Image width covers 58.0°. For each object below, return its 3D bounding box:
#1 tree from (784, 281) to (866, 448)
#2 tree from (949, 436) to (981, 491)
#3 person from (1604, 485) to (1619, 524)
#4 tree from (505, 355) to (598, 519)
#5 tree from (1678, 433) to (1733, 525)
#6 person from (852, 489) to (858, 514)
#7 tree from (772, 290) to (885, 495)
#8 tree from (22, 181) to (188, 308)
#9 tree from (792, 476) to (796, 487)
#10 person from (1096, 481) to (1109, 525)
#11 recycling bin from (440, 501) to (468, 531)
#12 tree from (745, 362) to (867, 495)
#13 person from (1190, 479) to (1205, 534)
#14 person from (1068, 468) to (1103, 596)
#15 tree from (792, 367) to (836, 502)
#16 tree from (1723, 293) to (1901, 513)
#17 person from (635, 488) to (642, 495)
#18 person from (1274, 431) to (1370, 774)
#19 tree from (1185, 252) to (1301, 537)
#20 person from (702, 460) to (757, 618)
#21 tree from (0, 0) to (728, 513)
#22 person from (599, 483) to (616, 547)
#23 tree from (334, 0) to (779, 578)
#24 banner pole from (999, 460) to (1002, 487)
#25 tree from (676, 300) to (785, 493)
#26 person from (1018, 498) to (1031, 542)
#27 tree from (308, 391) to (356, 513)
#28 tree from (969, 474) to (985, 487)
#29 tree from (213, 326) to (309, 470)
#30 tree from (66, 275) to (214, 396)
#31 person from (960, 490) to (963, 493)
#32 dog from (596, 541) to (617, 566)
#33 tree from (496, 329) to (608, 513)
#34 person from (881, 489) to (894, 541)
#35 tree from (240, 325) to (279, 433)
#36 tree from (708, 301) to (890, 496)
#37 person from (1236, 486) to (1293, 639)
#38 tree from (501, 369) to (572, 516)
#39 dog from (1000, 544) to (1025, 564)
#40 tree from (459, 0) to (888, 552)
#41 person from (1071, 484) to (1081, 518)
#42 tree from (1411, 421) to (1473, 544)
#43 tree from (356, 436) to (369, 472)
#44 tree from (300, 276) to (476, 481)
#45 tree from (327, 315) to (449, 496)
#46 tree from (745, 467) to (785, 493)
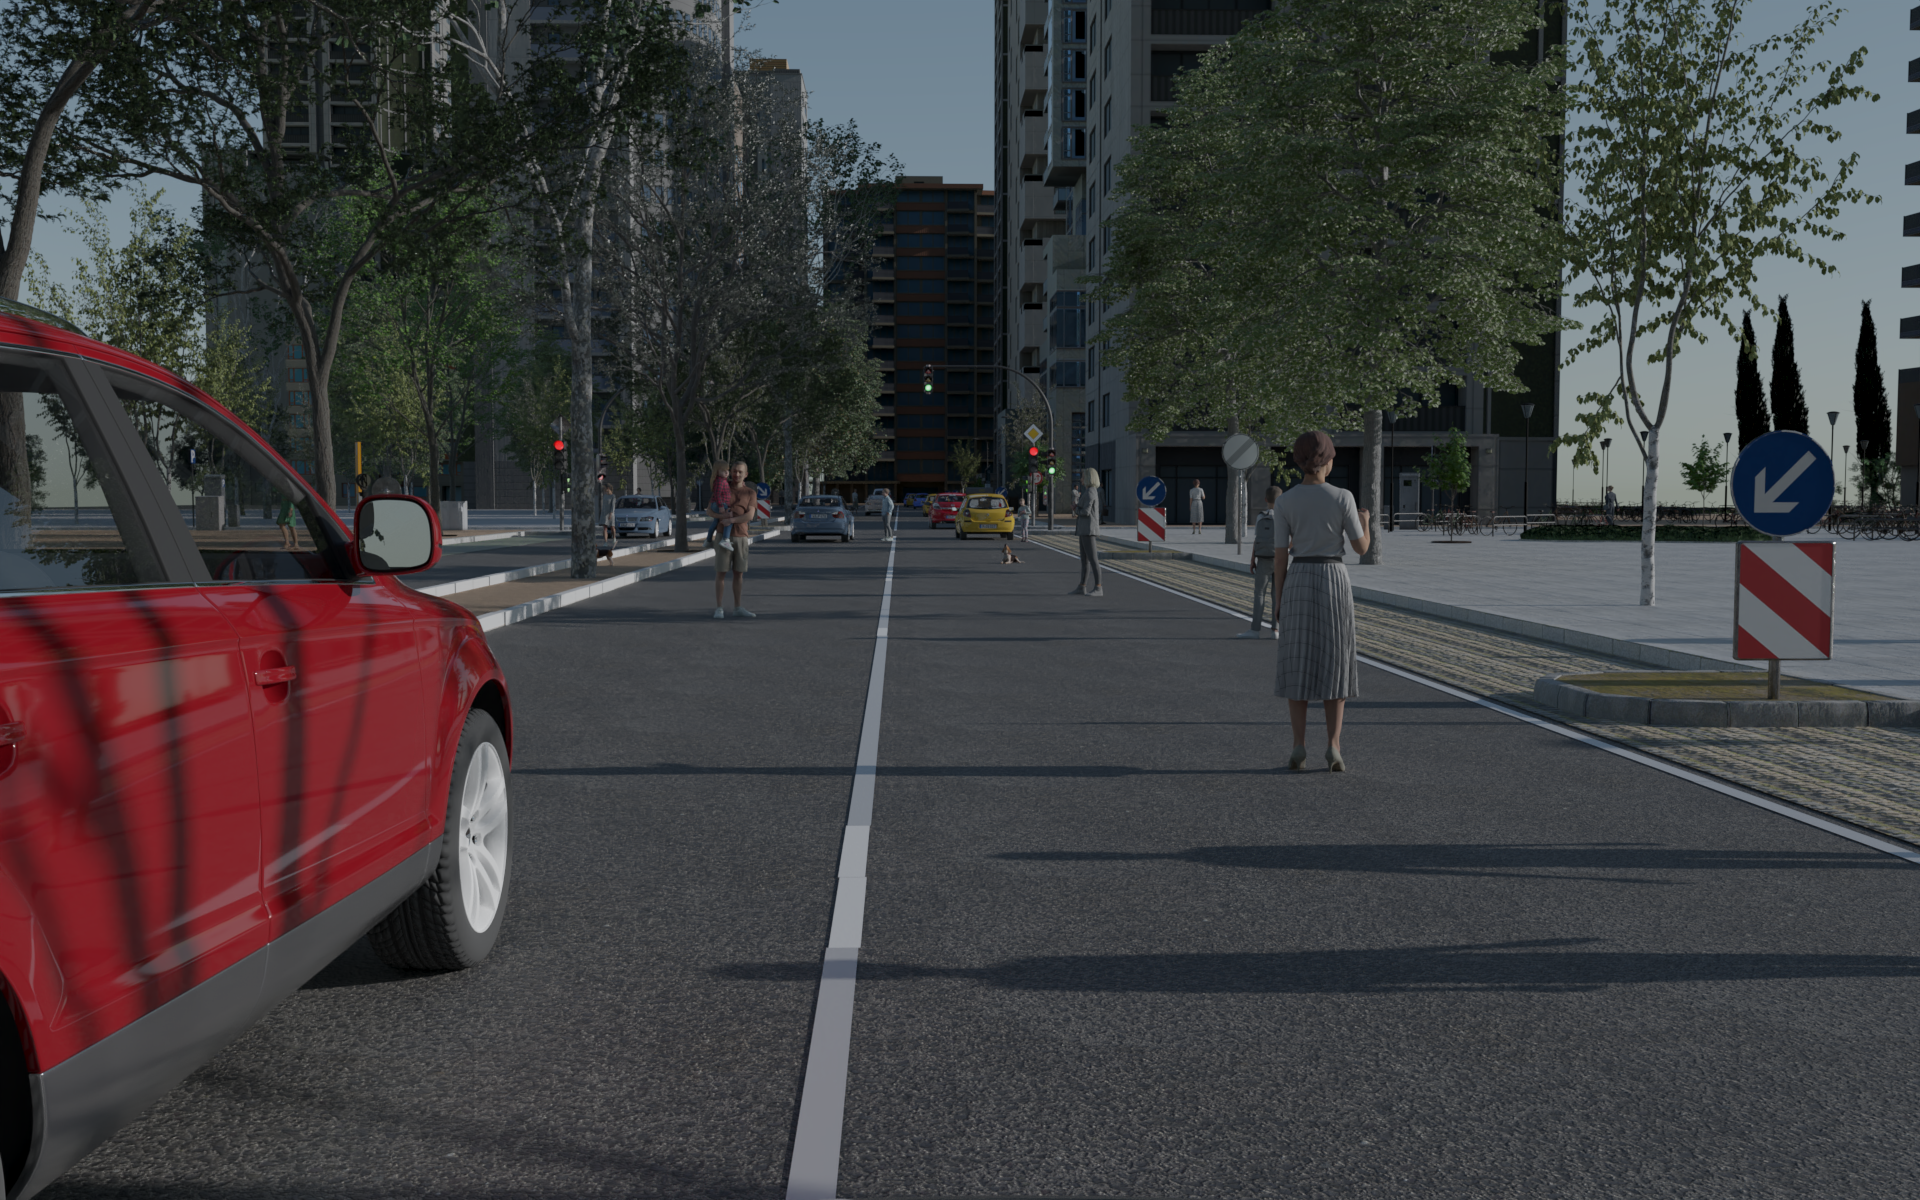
[{"bbox_3d":[-7.202,-7.056,52.236,8.767,10.594,7.601,0,4,-2],"label":"tree"},{"bbox_3d":[0.617,-16.549,220.932,4.737,8.622,4.395,0,3,0],"label":"tree"},{"bbox_3d":[25.559,-3.609,67.923,0.534,1.772,0.576,3,5,43],"label":"person"},{"bbox_3d":[-21.467,-8.561,90.341,4.737,8.622,4.395,0,3,0],"label":"tree"},{"bbox_3d":[23.752,-3.721,55.436,1.663,3.219,1.824,0,3,0],"label":"tree"},{"bbox_3d":[-7.508,-7.023,123.547,0.478,1.798,0.641,-2,4,-32],"label":"person"},{"bbox_3d":[-9.123,-12.199,108.559,9.857,13.997,8.962,0,3,0],"label":"tree"},{"bbox_3d":[-19.298,-5.479,39.945,4.737,8.622,4.395,0,3,0],"label":"tree"},{"bbox_3d":[-21.084,-13.580,205.750,4.285,4.588,4.351,0,3,0],"label":"tree"},{"bbox_3d":[5.930,-4.067,72.636,0.767,1.812,0.694,-3,4,-36],"label":"person"},{"bbox_3d":[-17.859,-2.971,61.123,0.722,1.027,0.722,0,4,6],"label":"recycling bin"},{"bbox_3d":[-9.666,-11.644,118.591,9.928,11.665,9.643,0,3,0],"label":"tree"},{"bbox_3d":[7.586,-2.985,55.414,0.480,1.755,0.524,0,4,2],"label":"person"},{"bbox_3d":[1.753,-0.963,24.422,0.526,1.800,0.537,1,4,12],"label":"person"},{"bbox_3d":[-8.536,-8.503,91.844,4.360,8.622,3.978,0,3,0],"label":"tree"},{"bbox_3d":[58.912,-13.310,119.443,13.155,14.587,18.604,-1,4,-10],"label":"tree"},{"bbox_3d":[-14.091,-4.064,75.776,0.563,1.720,0.643,-3,4,-38],"label":"person"},{"bbox_3d":[1.877,0.005,8.988,0.480,1.755,0.524,1,4,16],"label":"person"},{"bbox_3d":[8.510,-6.172,51.268,4.737,8.622,4.395,0,3,0],"label":"tree"},{"bbox_3d":[-2.689,-0.711,20.097,0.573,1.828,0.580,2,4,27],"label":"person"},{"bbox_3d":[-6.546,-4.968,18.093,8.767,10.594,7.601,0,4,-2],"label":"tree"},{"bbox_3d":[-9.636,-2.336,47.448,0.466,1.731,0.760,0,4,0],"label":"person"},{"bbox_3d":[-7.636,-10.475,29.614,12.611,20.169,13.585,0,3,0],"label":"tree"},{"bbox_3d":[2.960,-8.345,126.455,0.401,3.779,0.863,1,4,21],"label":"banner pole"},{"bbox_3d":[-8.013,-6.457,58.393,4.360,8.622,3.978,0,3,0],"label":"tree"},{"bbox_3d":[1.927,-2.401,52.034,0.425,1.301,0.394,1,4,10],"label":"person"},{"bbox_3d":[-41.717,-9.881,111.921,4.360,8.622,3.978,0,3,0],"label":"tree"},{"bbox_3d":[1.921,-10.697,169.493,1.663,3.219,1.824,0,3,0],"label":"tree"},{"bbox_3d":[-31.978,-7.742,76.950,4.360,8.622,3.978,0,3,0],"label":"tree"},{"bbox_3d":[-28.067,-6.551,57.472,4.360,8.622,3.978,0,3,0],"label":"tree"},{"bbox_3d":[-0.227,-8.079,140.805,1.509,1.804,0.699,-3,4,-38],"label":"person"},{"bbox_3d":[-7.073,-0.915,34.255,0.406,0.507,0.540,1,4,14],"label":"dog"},{"bbox_3d":[-28.142,-12.306,119.328,7.486,12.596,7.792,0,3,0],"label":"tree"},{"bbox_3d":[-2.274,-2.636,53.403,0.330,1.601,0.589,-1,4,-22],"label":"person"},{"bbox_3d":[-22.964,-6.114,50.319,4.737,8.622,4.395,0,3,0],"label":"tree"},{"bbox_3d":[-8.829,-10.968,98.786,9.611,12.733,9.660,0,3,0],"label":"tree"},{"bbox_3d":[3.048,-0.369,17.121,0.503,1.515,0.523,-3,4,-39],"label":"person"},{"bbox_3d":[-25.043,-9.322,102.776,4.360,8.622,3.978,0,3,0],"label":"tree"},{"bbox_3d":[1.103,-0.959,35.880,0.748,0.427,0.550,-1,4,-23],"label":"dog"},{"bbox_3d":[-6.845,-7.915,42.239,12.009,13.543,11.850,0,3,0],"label":"tree"},{"bbox_3d":[6.295,-5.358,93.820,0.466,1.800,0.511,1,4,20],"label":"person"},{"bbox_3d":[12.977,-3.109,45.427,1.663,3.219,1.824,0,3,0],"label":"tree"},{"bbox_3d":[-41.642,-10.219,117.444,4.360,8.622,3.978,0,3,0],"label":"tree"},{"bbox_3d":[-33.699,-11.944,101.946,9.857,13.997,8.962,0,3,0],"label":"tree"},{"bbox_3d":[-22.716,-7.352,70.572,4.737,8.622,4.395,0,3,0],"label":"tree"},{"bbox_3d":[-20.029,-11.687,174.792,4.285,4.588,4.351,0,3,0],"label":"tree"}]
